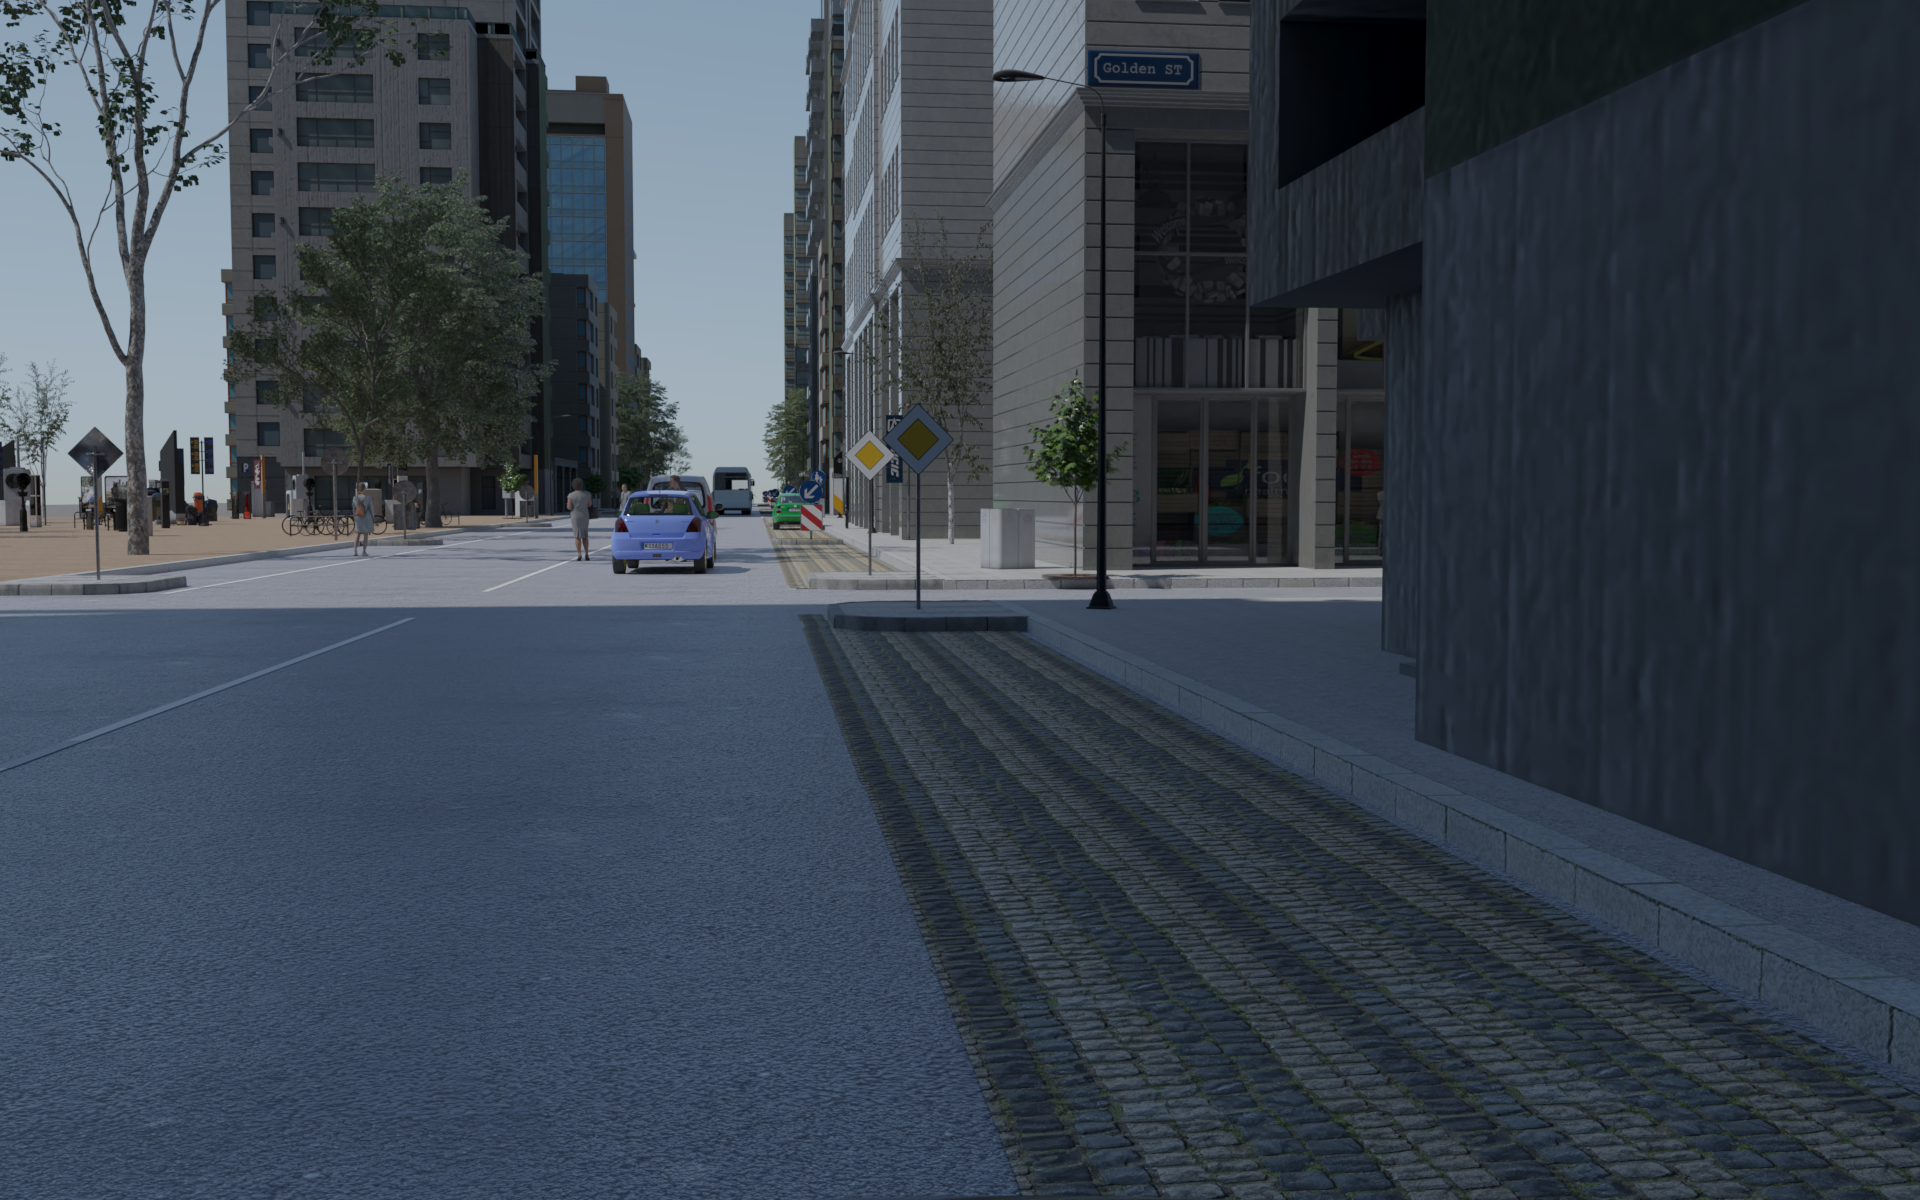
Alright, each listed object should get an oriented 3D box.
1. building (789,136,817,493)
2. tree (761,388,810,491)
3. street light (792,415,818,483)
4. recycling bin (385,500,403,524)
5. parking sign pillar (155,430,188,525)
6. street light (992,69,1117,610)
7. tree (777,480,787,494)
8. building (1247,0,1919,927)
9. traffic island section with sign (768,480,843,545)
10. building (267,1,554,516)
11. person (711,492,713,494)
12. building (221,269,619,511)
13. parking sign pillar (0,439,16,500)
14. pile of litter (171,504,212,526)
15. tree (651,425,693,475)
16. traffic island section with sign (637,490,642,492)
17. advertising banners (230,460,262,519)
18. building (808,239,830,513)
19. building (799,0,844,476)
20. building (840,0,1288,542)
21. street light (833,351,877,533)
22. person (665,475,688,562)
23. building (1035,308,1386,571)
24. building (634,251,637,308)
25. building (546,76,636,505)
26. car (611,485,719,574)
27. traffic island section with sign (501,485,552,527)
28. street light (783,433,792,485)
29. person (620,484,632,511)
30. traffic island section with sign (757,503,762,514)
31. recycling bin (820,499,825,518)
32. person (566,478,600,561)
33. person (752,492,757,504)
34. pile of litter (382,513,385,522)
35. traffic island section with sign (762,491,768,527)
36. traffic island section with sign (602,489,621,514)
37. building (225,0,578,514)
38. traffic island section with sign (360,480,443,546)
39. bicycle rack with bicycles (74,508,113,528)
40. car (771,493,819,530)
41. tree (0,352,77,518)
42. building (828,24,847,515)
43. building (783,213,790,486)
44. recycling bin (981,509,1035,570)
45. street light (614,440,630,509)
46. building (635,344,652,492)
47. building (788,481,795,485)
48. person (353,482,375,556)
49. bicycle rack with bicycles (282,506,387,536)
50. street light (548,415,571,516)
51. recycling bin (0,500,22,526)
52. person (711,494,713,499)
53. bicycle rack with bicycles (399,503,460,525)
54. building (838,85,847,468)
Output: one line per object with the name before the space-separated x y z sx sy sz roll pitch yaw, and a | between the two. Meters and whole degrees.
building | -12.245 -31.669 201.387 14.154 41.232 14.086 0 4 -7
tree | -17.689 -16.353 185.504 7.486 12.596 7.792 0 3 0
street light | -8.962 -7.914 101.936 1.470 5.913 1.316 0 4 -7
recycling bin | -24.449 -3.824 75.068 0.722 1.027 0.722 0 4 0
parking sign pillar | -33.407 -5.198 73.459 1.447 3.967 1.447 3 5 40
street light | 1.046 -2.852 19.177 1.470 5.913 1.316 0 4 -7
tree | -22.456 -13.762 219.614 1.663 3.219 1.824 0 3 0
building | 9.094 -14.637 11.020 14.160 30.474 14.107 0 4 -7
traffic island section with sign | -4.367 -2.488 49.307 1.989 1.847 2.006 0 4 -7
building | -33.133 -20.476 106.483 14.160 30.474 14.107 0 4 -7
person | -34.343 -14.158 240.518 0.617 1.759 0.750 2 4 35
building | -44.629 -18.599 149.132 27.650 21.520 28.899 0 4 -7
parking sign pillar | -47.318 -5.938 85.562 1.447 3.967 1.447 -1 4 -11
pile of litter | -31.602 -3.491 71.043 1.719 0.858 1.176 -2 4 -24
tree | -43.718 -20.370 258.810 9.928 11.665 9.643 0 3 0
traffic island section with sign | -28.022 -8.770 152.010 1.989 1.847 2.006 0 4 -7
advertising banners | -36.400 -5.635 88.320 2.074 3.025 0.090 1 4 20
building | 2.626 -17.651 133.627 27.650 21.520 28.899 0 4 -7
building | -3.020 -33.196 162.365 23.786 49.044 30.456 0 4 -7
building | 1.930 -17.509 63.766 11.434 29.767 29.804 0 4 -7
street light | -3.406 -5.129 56.396 1.470 5.913 1.316 0 4 -7
person | -6.071 -1.734 36.768 0.656 1.842 0.836 -2 4 -30
building | 16.035 -15.760 35.175 29.804 29.767 11.434 0 4 -7
building | -57.426 -33.360 237.320 32.217 40.220 23.993 0 4 -7
building | -43.126 -32.995 189.586 14.600 45.320 14.200 0 4 -7
car | -5.519 -1.399 32.463 1.945 1.707 3.694 0 4 -5
traffic island section with sign | -18.848 -4.084 75.409 1.989 1.847 2.006 0 4 -7
street light | -12.427 -9.707 131.257 1.470 5.913 1.316 0 4 -7
person | -12.564 -3.448 64.969 0.635 1.810 0.391 2 4 34
traffic island section with sign | -13.556 -7.180 126.020 1.989 1.847 2.006 0 4 -7
recycling bin | -7.763 -5.027 94.742 0.722 1.027 0.722 0 4 -6
person | -8.084 -1.728 37.109 0.716 1.782 0.532 -2 4 -28
person | -28.964 -14.227 241.825 1.217 1.735 0.721 1 4 10
pile of litter | -26.737 -3.937 78.338 1.176 0.858 1.719 2 4 32
traffic island section with sign | -7.577 -4.125 76.071 1.989 1.847 2.006 0 4 -7
traffic island section with sign | -24.792 -7.121 125.057 1.989 1.847 2.006 0 4 -7
building | -38.373 -41.857 122.614 20.563 71.187 20.611 0 4 -7
traffic island section with sign | -15.637 -2.448 48.645 1.989 1.847 2.006 0 4 -7
bicycle rack with bicycles | -32.221 -3.229 66.168 2.852 0.926 2.925 1 4 11
car | -6.677 -3.750 70.114 1.959 1.807 4.718 0 4 -6
tree | -49.580 -8.730 93.093 4.360 8.622 3.978 0 3 0
building | -1.491 -20.767 111.247 14.160 30.474 14.107 0 4 -7
building | -18.775 -34.893 254.095 14.154 41.232 14.086 0 4 -7
recycling bin | 0.824 -1.058 29.859 0.722 1.027 0.722 -2 4 -28
street light | -28.873 -10.715 147.736 1.470 5.913 1.316 0 4 -7
building | -52.546 -22.434 211.830 27.650 21.520 28.899 0 4 -7
building | -7.251 -33.288 236.132 32.217 40.220 23.993 0 4 -7
person | -13.761 -1.859 39.900 0.512 1.701 0.522 0 4 -7
bicycle rack with bicycles | -19.522 -2.449 53.426 2.925 0.926 2.852 0 4 3
street light | -23.532 -7.902 101.739 1.470 5.913 1.316 0 4 -7
recycling bin | -38.342 -3.511 69.953 0.722 1.027 0.722 3 4 37
person | -26.495 -10.607 185.163 0.421 1.427 0.697 0 4 -7
bicycle rack with bicycles | -22.125 -3.539 71.252 2.852 0.926 2.925 2 4 26
building | 1.362 -18.192 90.939 14.314 27.812 24.014 0 4 -7
